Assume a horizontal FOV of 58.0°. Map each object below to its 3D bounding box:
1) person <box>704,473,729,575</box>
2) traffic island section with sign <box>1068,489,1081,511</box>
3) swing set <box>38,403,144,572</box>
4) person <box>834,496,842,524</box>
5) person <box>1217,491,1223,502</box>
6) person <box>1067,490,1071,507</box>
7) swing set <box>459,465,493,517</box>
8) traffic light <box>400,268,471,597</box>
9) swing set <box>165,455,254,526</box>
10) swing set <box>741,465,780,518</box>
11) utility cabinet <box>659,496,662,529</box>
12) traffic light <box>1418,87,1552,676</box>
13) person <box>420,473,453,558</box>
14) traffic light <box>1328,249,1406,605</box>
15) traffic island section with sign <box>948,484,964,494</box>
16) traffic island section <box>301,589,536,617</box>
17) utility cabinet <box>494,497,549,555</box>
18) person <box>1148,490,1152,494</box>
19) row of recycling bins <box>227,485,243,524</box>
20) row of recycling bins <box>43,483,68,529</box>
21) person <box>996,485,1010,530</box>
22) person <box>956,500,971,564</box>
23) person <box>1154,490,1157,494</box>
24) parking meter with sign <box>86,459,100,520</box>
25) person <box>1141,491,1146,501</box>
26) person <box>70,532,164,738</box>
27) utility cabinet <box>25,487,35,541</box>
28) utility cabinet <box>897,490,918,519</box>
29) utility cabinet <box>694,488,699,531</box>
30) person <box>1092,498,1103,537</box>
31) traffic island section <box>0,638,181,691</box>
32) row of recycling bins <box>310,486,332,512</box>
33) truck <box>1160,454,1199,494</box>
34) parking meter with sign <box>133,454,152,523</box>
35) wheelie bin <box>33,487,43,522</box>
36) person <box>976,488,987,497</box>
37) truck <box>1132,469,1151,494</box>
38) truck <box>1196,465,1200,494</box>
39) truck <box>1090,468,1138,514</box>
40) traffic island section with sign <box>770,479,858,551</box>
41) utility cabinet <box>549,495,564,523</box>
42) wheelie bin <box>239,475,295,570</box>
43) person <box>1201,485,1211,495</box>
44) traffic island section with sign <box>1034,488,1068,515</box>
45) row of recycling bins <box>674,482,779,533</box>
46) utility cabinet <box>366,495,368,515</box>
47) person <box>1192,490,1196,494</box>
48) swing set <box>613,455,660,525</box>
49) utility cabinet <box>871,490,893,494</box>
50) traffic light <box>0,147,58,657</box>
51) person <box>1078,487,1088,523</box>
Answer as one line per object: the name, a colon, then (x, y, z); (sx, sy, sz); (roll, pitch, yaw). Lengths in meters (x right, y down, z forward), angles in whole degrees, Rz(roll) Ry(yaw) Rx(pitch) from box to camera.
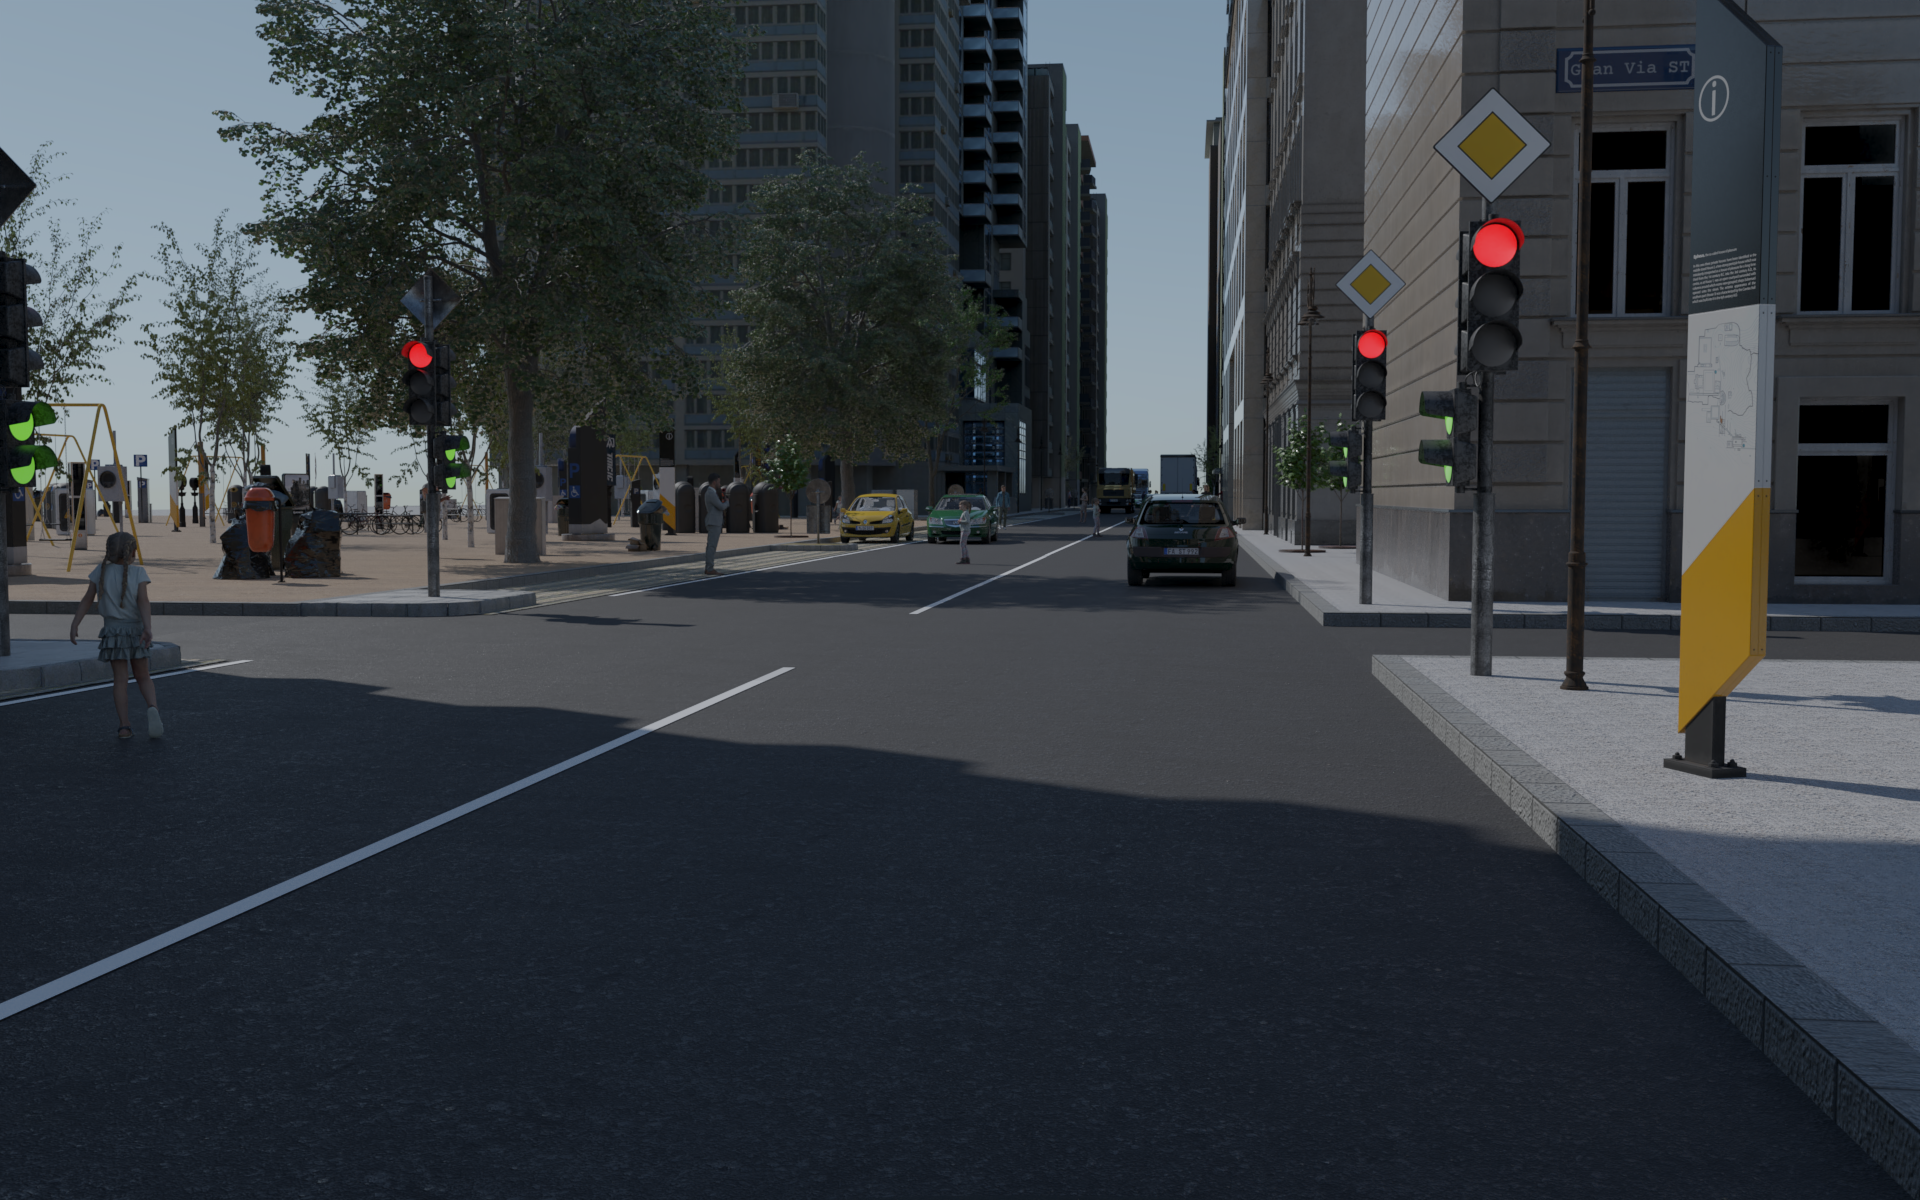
person: (-4.302, -1.346, 30.687); (0.466, 1.800, 0.511); (-2, 4, -26)
traffic island section with sign: (9.678, -8.398, 145.929); (1.989, 1.847, 2.006); (0, 4, 7)
swing set: (-16.052, -1.971, 29.838); (3.119, 2.851, 2.862); (0, 4, -2)
person: (-5.117, -3.833, 73.726); (0.382, 1.210, 0.505); (3, 5, 41)
person: (18.514, -7.057, 121.357); (1.348, 1.831, 0.705); (0, 4, -6)
person: (10.430, -9.733, 166.110); (0.436, 1.711, 0.756); (1, 4, 8)
swing set: (-26.132, -5.769, 91.946); (2.862, 2.851, 3.119); (1, 4, 11)
traffic light: (-6.558, -1.994, 21.526); (0.839, 4.253, 0.868); (0, 4, 7)
swing set: (-30.454, -4.506, 71.290); (2.862, 2.851, 3.119); (1, 4, 16)
swing set: (-11.587, -5.949, 94.879); (2.862, 2.851, 3.119); (-1, 4, -19)
utility cabinet: (-10.580, -3.212, 63.679); (1.020, 1.237, 0.306); (2, 4, 32)
traffic light: (3.673, -1.421, 12.154); (0.839, 4.253, 0.868); (0, 4, 7)
person: (-10.509, -1.726, 34.625); (0.532, 1.782, 0.716); (1, 4, 13)
traffic light: (4.710, -1.905, 20.072); (0.839, 4.253, 0.868); (0, 4, 7)
traffic island section with sign: (-0.164, -3.803, 70.801); (1.989, 1.847, 2.006); (0, 4, 7)
traffic island section: (-6.596, 0.038, 21.666); (2.009, 0.180, 2.903); (0, 4, 7)
utility cabinet: (-9.307, -1.559, 36.653); (1.020, 1.237, 0.306); (0, 4, 4)
person: (13.068, -6.651, 118.062); (0.721, 1.723, 1.217); (1, 4, 17)
row of recycling bins: (-30.343, -4.156, 75.056); (3.534, 1.692, 1.069); (2, 4, 26)
row of recycling bins: (-32.820, -3.444, 63.420); (1.069, 1.692, 3.534); (-2, 4, -35)
person: (1.732, -3.719, 69.642); (0.601, 1.785, 0.444); (0, 4, -6)
person: (0.073, -1.387, 35.459); (0.394, 1.301, 0.425); (-2, 4, -24)
person: (18.771, -9.613, 165.771); (0.705, 1.812, 1.348); (1, 4, 19)
parking meter with sign: (-44.095, -5.575, 87.405); (1.738, 3.016, 0.543); (2, 4, 34)
person: (17.058, -9.247, 160.614); (0.530, 1.710, 0.541); (-2, 4, -31)
person: (-4.938, 0.207, 10.129); (0.505, 1.210, 0.382); (-1, 4, -18)
utility cabinet: (-25.753, -2.358, 47.231); (1.173, 1.500, 0.318); (2, 4, 28)
utility cabinet: (-2.670, -4.848, 87.949); (1.173, 1.500, 0.318); (3, 5, 40)
utility cabinet: (-9.435, -3.101, 59.385); (1.173, 1.500, 0.318); (-3, 5, -42)
person: (4.597, -2.764, 57.968); (0.394, 1.301, 0.425); (0, 4, 1)
traffic island section: (-7.633, 0.522, 13.748); (2.009, 0.180, 2.903); (0, 4, 7)
row of recycling bins: (-33.514, -5.030, 89.356); (3.534, 1.692, 1.069); (3, 5, 42)
truck: (16.136, -8.478, 127.526); (2.839, 4.237, 11.283); (1, 4, 8)
parking meter with sign: (-36.279, -4.938, 77.002); (0.543, 3.016, 1.738); (-1, 4, -18)
wheelie bin: (-43.182, -4.469, 80.977); (0.693, 1.594, 0.980); (-2, 4, -26)
person: (1.437, -7.095, 122.770); (1.217, 1.735, 0.721); (1, 4, 9)
truck: (19.471, -12.128, 188.044); (2.967, 4.110, 18.799); (0, 4, 8)
truck: (19.131, -9.650, 147.534); (2.967, 4.110, 18.799); (0, 4, 7)
truck: (11.662, -8.152, 129.210); (3.469, 3.379, 9.791); (0, 4, 8)
traffic island section with sign: (-3.658, -2.168, 44.073); (1.989, 1.847, 2.006); (0, 4, 7)
utility cabinet: (-17.863, -3.993, 76.442); (0.306, 1.237, 1.020); (1, 4, 15)
wheelie bin: (-11.737, -1.313, 29.378); (0.980, 1.594, 0.693); (2, 4, 29)
person: (9.274, -3.630, 68.073); (1.509, 1.804, 0.699); (1, 4, 19)
traffic island section with sign: (6.180, -6.763, 119.201); (1.989, 1.847, 2.006); (0, 4, 7)
row of recycling bins: (-7.756, -3.060, 57.149); (3.534, 1.692, 1.069); (-1, 4, -11)
utility cabinet: (-33.874, -5.306, 97.908); (0.306, 1.237, 1.020); (0, 4, 8)
person: (15.026, -6.284, 112.070); (0.721, 1.723, 1.217); (-1, 4, -15)
swing set: (-13.310, -4.456, 70.482); (2.862, 2.851, 3.119); (1, 4, 11)
utility cabinet: (-4.282, -5.296, 95.276); (1.173, 1.500, 0.318); (1, 4, 12)
traffic light: (-7.595, -1.510, 13.609); (0.839, 4.253, 0.868); (0, 4, 7)
person: (6.112, -4.715, 85.938); (0.374, 1.781, 0.599); (-1, 4, -17)
